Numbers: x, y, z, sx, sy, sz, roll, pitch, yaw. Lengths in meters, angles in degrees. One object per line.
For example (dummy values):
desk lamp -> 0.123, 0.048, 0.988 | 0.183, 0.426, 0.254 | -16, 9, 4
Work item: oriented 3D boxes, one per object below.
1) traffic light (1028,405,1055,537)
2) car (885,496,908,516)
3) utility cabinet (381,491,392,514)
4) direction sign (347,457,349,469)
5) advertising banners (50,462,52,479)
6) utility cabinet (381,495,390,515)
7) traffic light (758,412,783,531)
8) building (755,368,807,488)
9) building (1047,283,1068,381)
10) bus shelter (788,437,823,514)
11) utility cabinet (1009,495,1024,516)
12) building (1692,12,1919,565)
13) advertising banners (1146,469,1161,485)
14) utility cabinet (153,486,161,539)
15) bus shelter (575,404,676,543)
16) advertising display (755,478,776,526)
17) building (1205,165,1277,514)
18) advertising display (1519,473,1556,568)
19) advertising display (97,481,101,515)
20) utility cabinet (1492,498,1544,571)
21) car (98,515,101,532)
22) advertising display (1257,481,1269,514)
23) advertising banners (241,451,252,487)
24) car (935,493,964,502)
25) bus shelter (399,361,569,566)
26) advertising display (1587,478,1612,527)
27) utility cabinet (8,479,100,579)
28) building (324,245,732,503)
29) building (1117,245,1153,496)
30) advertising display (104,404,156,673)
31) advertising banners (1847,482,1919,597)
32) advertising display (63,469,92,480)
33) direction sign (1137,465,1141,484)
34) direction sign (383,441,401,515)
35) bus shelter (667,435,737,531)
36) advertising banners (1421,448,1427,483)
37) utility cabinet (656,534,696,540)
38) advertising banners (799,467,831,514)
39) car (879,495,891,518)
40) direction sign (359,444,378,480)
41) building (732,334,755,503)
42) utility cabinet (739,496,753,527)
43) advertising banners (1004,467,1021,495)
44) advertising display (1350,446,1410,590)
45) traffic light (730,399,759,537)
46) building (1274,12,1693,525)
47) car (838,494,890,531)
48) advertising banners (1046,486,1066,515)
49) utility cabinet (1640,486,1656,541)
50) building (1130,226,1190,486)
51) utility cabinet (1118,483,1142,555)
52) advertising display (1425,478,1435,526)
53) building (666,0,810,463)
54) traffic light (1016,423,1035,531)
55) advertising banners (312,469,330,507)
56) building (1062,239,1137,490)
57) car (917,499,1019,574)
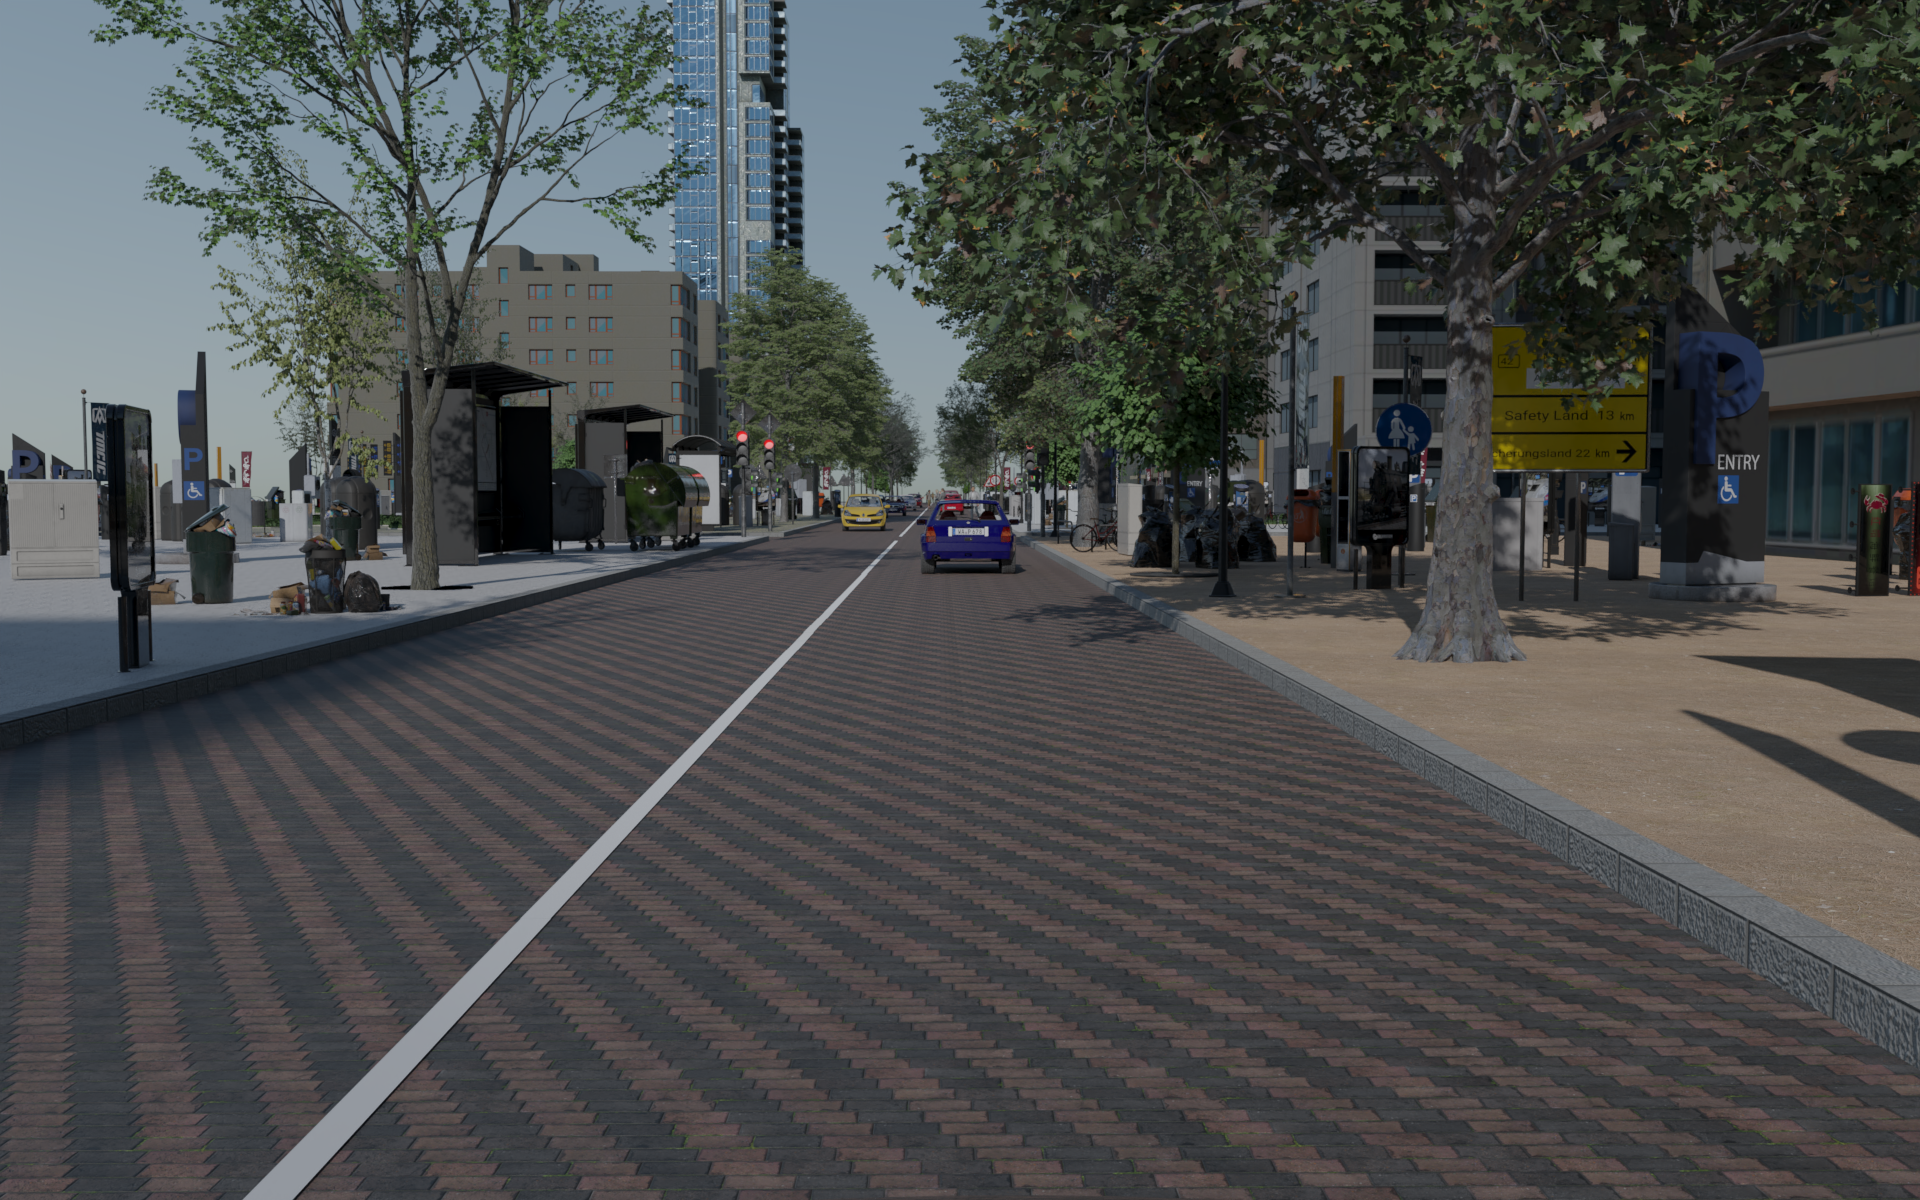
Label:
traffic light -> 2.448, -3.829, 51.519 | 0.839, 4.253, 0.868 | 0, 4, -1
car -> -4.371, -6.181, 113.643 | 1.945, 1.354, 3.894 | 0, 4, -1
utility cabinet -> -35.564, -6.036, 107.373 | 0.318, 1.500, 1.173 | 3, 5, 39
direction sign -> -37.105, -6.976, 106.058 | 0.876, 3.537, 0.379 | 1, 4, 15
advertising banners -> -48.153, -5.839, 91.657 | 0.090, 3.025, 2.074 | -2, 4, -30
utility cabinet -> -31.602, -5.109, 94.701 | 0.306, 1.237, 1.020 | 1, 4, 17
traffic light -> -6.500, -4.310, 59.391 | 0.839, 4.253, 0.868 | 0, 4, -1
building -> -36.582, -24.561, 246.603 | 27.650, 21.520, 28.899 | 0, 4, -1
building -> 24.630, -40.304, 282.667 | 21.300, 48.544, 21.600 | 0, 4, -1
bus shelter -> -10.694, -8.589, 118.065 | 2.179, 5.291, 8.768 | 0, 4, -1
utility cabinet -> 3.420, -5.552, 101.933 | 1.020, 1.237, 0.306 | -1, 4, -22
building -> 26.596, -24.603, 25.959 | 21.300, 48.544, 21.600 | 0, 4, -1
advertising banners -> 13.872, -7.797, 123.675 | 0.090, 3.025, 2.074 | -2, 4, -24
utility cabinet -> -22.957, -2.475, 49.141 | 1.173, 1.500, 0.318 | 3, 4, 38
bus shelter -> -9.254, -3.490, 48.341 | 1.731, 3.624, 6.357 | 0, 4, -1
advertising display -> -7.932, -4.004, 70.671 | 0.974, 1.923, 0.123 | -3, 5, -45
building -> 22.216, -20.888, 113.215 | 14.160, 30.474, 14.107 | 0, 4, -1
advertising display -> 10.092, -1.536, 30.328 | 0.123, 1.923, 0.974 | -1, 4, -14
advertising display -> -39.047, -4.441, 77.825 | 0.123, 1.923, 0.974 | 2, 4, 27
utility cabinet -> 9.273, -1.096, 29.085 | 1.020, 1.237, 0.306 | -1, 4, -17
car -> -29.851, -2.657, 56.018 | 3.894, 1.354, 1.945 | 0, 3, 0
advertising display -> 15.207, -5.067, 88.061 | 0.974, 1.923, 0.123 | 0, 4, -1
advertising banners -> -29.791, -4.565, 70.820 | 2.074, 3.025, 0.090 | 1, 4, 16
car -> -0.625, -6.694, 118.494 | 2.155, 1.783, 4.494 | 0, 4, -1
bus shelter -> -9.121, -2.598, 33.757 | 1.731, 3.624, 6.357 | 0, 4, -1
advertising display -> 25.307, -3.869, 68.472 | 0.974, 1.923, 0.123 | 3, 4, 36
utility cabinet -> -13.622, -1.062, 26.047 | 1.173, 1.500, 0.318 | -2, 4, -31
building -> -35.482, -18.582, 148.848 | 27.650, 21.520, 28.899 | 0, 4, -1
building -> 26.976, -53.037, 179.823 | 22.319, 86.520, 31.000 | 0, 4, -1
advertising display -> -6.128, -0.466, 12.832 | 0.123, 1.923, 0.974 | -1, 4, -14
advertising banners -> 12.144, -1.563, 21.743 | 2.074, 3.025, 0.090 | -1, 4, -10
advertising display -> -23.016, -2.447, 45.223 | 0.123, 1.923, 0.974 | 1, 4, 11
direction sign -> 13.828, -8.671, 133.763 | 0.379, 3.537, 0.876 | 1, 4, 21
direction sign -> -23.988, -4.983, 73.464 | 0.876, 3.537, 0.379 | -2, 4, -31
bus shelter -> -9.023, -4.161, 61.949 | 2.014, 3.302, 5.546 | 0, 4, -1
advertising banners -> 11.018, -2.955, 44.499 | 2.074, 3.025, 0.090 | 1, 4, 13
utility cabinet -> -7.855, -2.393, 47.808 | 0.318, 1.500, 1.173 | 3, 5, 41
advertising banners -> -9.287, -7.028, 111.100 | 2.074, 3.025, 0.090 | -1, 4, -19
car -> -5.154, -5.598, 103.531 | 2.014, 1.417, 4.499 | 0, 4, -2
direction sign -> -26.793, -5.293, 78.544 | 0.876, 3.537, 0.379 | -3, 5, -45
building -> -36.737, -20.345, 177.688 | 27.650, 21.520, 28.899 | 0, 4, -1
utility cabinet -> -8.460, -3.498, 68.360 | 0.306, 1.237, 1.020 | -1, 4, -23
advertising banners -> 3.779, -7.079, 111.927 | 2.074, 3.025, 0.090 | 0, 4, 6
advertising display -> 5.664, -1.110, 23.368 | 0.974, 1.923, 0.123 | -2, 4, -30
traffic light -> -6.412, -3.822, 51.406 | 0.839, 4.253, 0.868 | 0, 4, -1
building -> 27.036, -39.268, 80.281 | 20.611, 71.187, 20.563 | 0, 4, -1
car -> -3.748, -3.522, 67.813 | 2.015, 1.641, 3.980 | 0, 4, -2
advertising banners -> 5.883, -6.748, 106.515 | 2.074, 3.025, 0.090 | 2, 4, 34
utility cabinet -> 18.316, -2.341, 46.947 | 1.173, 1.500, 0.318 | -2, 4, -24
building -> 27.148, -30.328, 150.489 | 22.147, 44.769, 28.867 | 0, 4, -1
utility cabinet -> 3.581, -1.697, 36.425 | 0.318, 1.500, 1.173 | 0, 4, -5
advertising display -> 18.488, -3.871, 68.506 | 0.123, 1.923, 0.974 | -1, 4, -14
building -> -34.833, -58.883, 275.414 | 22.319, 86.520, 31.000 | 0, 4, -1
traffic light -> 2.361, -4.317, 59.504 | 0.839, 4.253, 0.868 | 0, 4, -1
advertising banners -> -44.737, -7.630, 120.932 | 2.074, 3.025, 0.090 | -3, 5, -44
building -> 26.678, -38.928, 256.086 | 23.786, 49.044, 30.456 | 0, 4, -1
car -> 0.148, -1.212, 32.395 | 1.945, 1.354, 3.894 | 0, 3, 0
